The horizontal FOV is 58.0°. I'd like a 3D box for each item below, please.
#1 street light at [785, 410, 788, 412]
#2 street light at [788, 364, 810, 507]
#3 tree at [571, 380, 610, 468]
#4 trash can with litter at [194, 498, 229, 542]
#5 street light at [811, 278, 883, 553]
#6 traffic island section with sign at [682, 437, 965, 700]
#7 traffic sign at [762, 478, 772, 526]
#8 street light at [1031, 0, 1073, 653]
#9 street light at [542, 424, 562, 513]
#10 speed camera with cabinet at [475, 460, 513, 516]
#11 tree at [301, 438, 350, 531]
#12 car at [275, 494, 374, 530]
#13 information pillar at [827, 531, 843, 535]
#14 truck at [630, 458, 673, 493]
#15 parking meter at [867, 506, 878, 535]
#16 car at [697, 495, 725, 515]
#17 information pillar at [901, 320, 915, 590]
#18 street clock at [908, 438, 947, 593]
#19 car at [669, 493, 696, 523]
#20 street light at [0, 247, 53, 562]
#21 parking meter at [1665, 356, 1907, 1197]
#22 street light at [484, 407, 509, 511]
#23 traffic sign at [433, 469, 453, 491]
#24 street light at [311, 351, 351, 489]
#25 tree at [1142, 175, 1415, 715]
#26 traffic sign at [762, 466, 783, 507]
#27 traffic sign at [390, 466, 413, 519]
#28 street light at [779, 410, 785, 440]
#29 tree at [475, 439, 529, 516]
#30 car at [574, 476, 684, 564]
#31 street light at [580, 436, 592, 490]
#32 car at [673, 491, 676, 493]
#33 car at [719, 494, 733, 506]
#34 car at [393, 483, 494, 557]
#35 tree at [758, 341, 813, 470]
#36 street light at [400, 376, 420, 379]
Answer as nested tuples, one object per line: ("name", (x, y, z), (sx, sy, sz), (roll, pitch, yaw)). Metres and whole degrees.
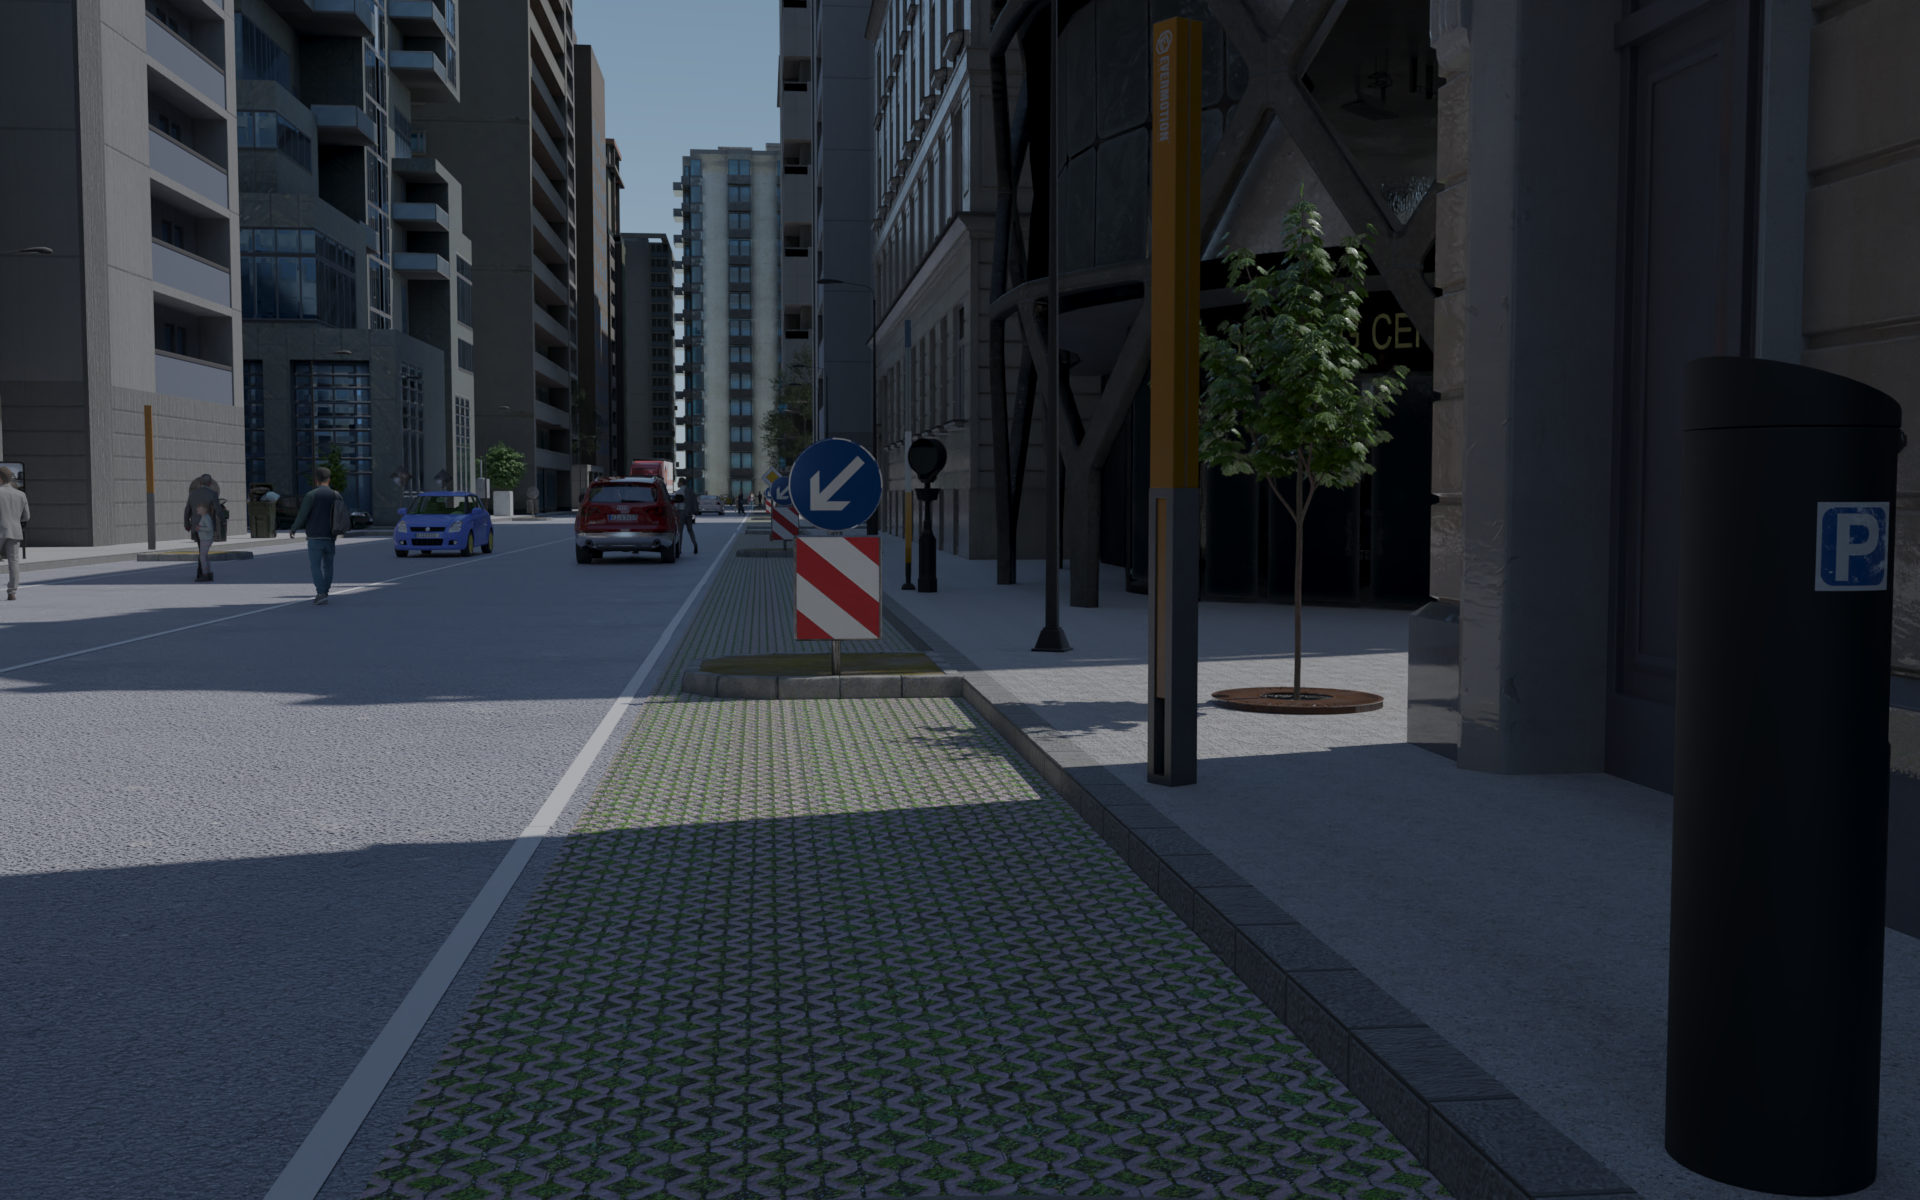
("street light", (-6.460, -6.110, 72.439), (1.470, 5.913, 1.316), (0, 4, -7))
("street light", (-5.301, -5.475, 62.056), (1.470, 5.913, 1.316), (0, 4, -7))
("tree", (-30.834, -12.079, 131.901), (8.767, 10.594, 7.601), (0, 4, -8))
("trash can with litter", (-20.082, -2.135, 46.290), (1.055, 1.170, 0.624), (1, 4, 16))
("street light", (-2.388, -3.972, 37.485), (1.470, 5.913, 1.316), (0, 4, -7))
("traffic island section with sign", (-1.062, -0.264, 12.946), (1.989, 1.847, 2.006), (0, 4, -7))
("traffic sign", (-7.616, -4.053, 69.914), (0.795, 2.450, 0.064), (0, 4, -7))
("street light", (0.217, -2.533, 13.954), (1.470, 5.913, 1.316), (0, 4, -7))
("street light", (-27.232, -8.745, 115.518), (1.470, 5.913, 1.316), (0, 4, -7))
("speed camera with cabinet", (-26.895, -6.460, 99.964), (2.038, 3.252, 0.660), (0, 4, 4))
("tree", (-21.568, -3.984, 59.743), (1.663, 3.219, 1.824), (0, 3, 0))
("car", (-23.805, -3.297, 63.698), (4.222, 1.686, 2.009), (0, 4, -7))
("information pillar", (-3.320, -2.536, 45.958), (0.304, 2.012, 0.304), (2, 4, 32))
("truck", (-24.600, -9.124, 138.088), (2.839, 4.237, 11.283), (0, 4, -5))
("parking meter", (-2.375, -2.522, 46.938), (0.255, 1.863, 0.399), (1, 4, 9))
("car", (-17.037, -6.454, 117.887), (2.083, 1.381, 4.827), (0, 4, -5))
("information pillar", (-0.692, -1.943, 23.115), (0.183, 3.616, 0.504), (0, 4, -2))
("street clock", (-0.424, -1.100, 22.549), (0.471, 2.002, 0.358), (2, 4, 33))
("car", (-13.693, -4.540, 83.269), (2.155, 1.783, 4.494), (0, 4, -5))
("street light", (-17.773, -3.679, 32.686), (1.470, 5.913, 1.316), (0, 4, -7))
("parking meter", (1.560, 0.313, 3.296), (0.372, 1.533, 0.369), (0, 3, 0))
("street light", (-24.646, -7.305, 91.985), (1.470, 5.913, 1.316), (0, 4, -7))
("traffic sign", (-20.429, -3.965, 68.473), (0.795, 2.450, 0.064), (0, 4, -7))
("street light", (-20.421, -5.117, 56.212), (1.470, 5.913, 1.316), (0, 4, -7))
("tree", (2.164, -0.976, 10.561), (1.663, 3.219, 1.824), (0, 3, 0))
("traffic sign", (-6.707, -3.568, 61.980), (0.795, 2.450, 0.064), (0, 4, -7))
("traffic sign", (-19.520, -3.480, 60.539), (0.795, 2.450, 0.064), (0, 4, -7))
("street light", (-9.131, -7.549, 95.962), (1.470, 5.913, 1.316), (0, 4, -7))
("tree", (-27.474, -7.361, 104.058), (4.285, 4.588, 4.351), (0, 3, 0))
("car", (-7.100, -1.750, 37.278), (2.281, 1.827, 5.304), (0, 4, -7))
("street light", (-30.007, -10.202, 139.345), (1.470, 5.913, 1.316), (0, 4, -7))
("car", (-33.084, -11.864, 202.649), (2.281, 1.827, 5.304), (0, 4, -6))
("car", (-29.000, -12.457, 213.887), (2.015, 1.641, 3.980), (0, 4, -6))
("car", (-12.070, -1.894, 40.550), (1.945, 1.707, 3.694), (0, 4, -5))
("tree", (-9.155, -10.531, 106.590), (7.601, 10.594, 8.767), (-3, 5, -42))
("street light", (-21.900, -5.847, 68.144), (1.470, 5.913, 1.316), (0, 4, -7))
